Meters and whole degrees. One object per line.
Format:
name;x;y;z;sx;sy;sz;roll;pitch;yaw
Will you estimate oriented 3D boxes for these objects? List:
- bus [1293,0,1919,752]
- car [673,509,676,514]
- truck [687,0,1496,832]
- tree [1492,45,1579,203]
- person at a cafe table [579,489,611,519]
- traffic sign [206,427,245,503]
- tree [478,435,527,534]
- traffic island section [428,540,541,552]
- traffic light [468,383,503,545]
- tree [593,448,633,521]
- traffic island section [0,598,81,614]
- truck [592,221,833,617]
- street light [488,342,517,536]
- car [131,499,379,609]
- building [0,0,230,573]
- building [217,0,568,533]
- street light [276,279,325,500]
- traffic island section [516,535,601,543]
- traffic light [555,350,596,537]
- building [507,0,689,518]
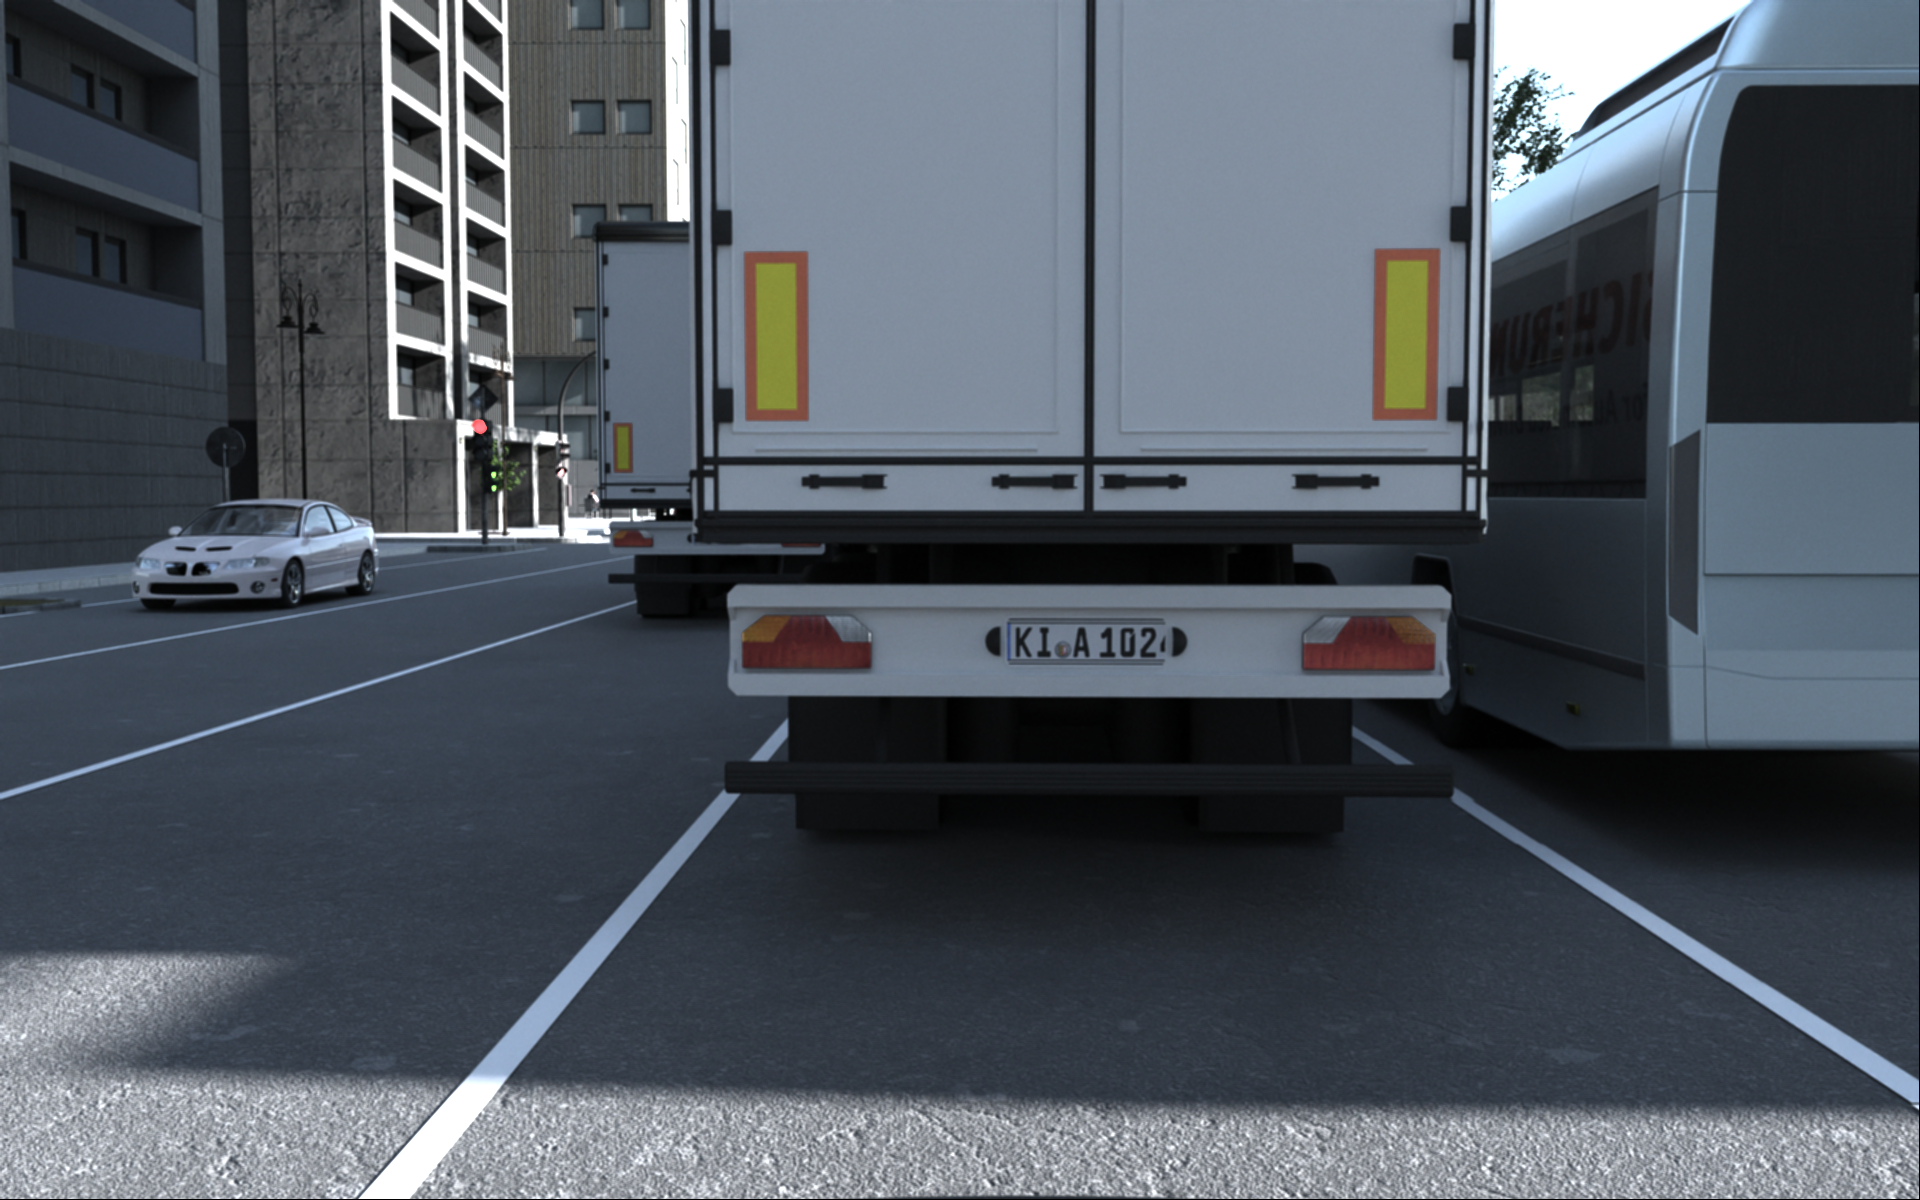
bus;4.021;-1.102;12.872;2.948;3.499;13.247;0;4;1
car;-8.623;-3.129;59.824;2.281;1.827;5.304;0;4;-1
truck;0.562;-1.337;10.766;2.839;4.237;11.283;0;4;2
tree;9.908;-6.847;37.704;9.928;11.665;9.643;0;3;0
person at a cafe table;-18.660;-4.900;88.636;1.698;1.524;1.622;1;4;14
traffic sign;-13.951;-2.006;32.896;0.768;2.556;0.104;0;4;5
tree;-14.954;-3.712;55.295;1.663;3.219;1.824;0;3;0
traffic island section;-12.103;-1.333;44.069;2.009;0.180;2.903;0;4;1
traffic light;-12.063;-3.365;43.933;0.839;4.253;0.868;0;4;1
tree;-14.013;-5.539;74.274;4.285;4.588;4.351;0;3;0
traffic island section;-12.133;0.086;21.464;1.991;0.108;1.994;0;4;1
truck;-2.615;-2.111;23.425;2.839;4.237;11.283;0;4;-1
street light;-13.945;-4.900;52.897;0.468;5.910;1.993;0;4;1
car;-9.265;-0.658;23.122;2.083;1.381;4.827;0;4;-1
building;-29.569;-29.897;30.811;28.212;58.520;21.231;0;4;1
building;-26.472;-38.336;65.048;20.563;71.187;20.611;0;4;1
street light;-14.177;-3.950;37.378;0.468;5.910;1.993;0;4;1
traffic island section;-11.979;-1.821;52.053;2.009;0.180;2.903;0;4;1
traffic light;-9.846;-4.725;51.920;4.771;5.953;1.251;0;4;1
building;-28.576;-31.466;103.702;28.713;52.752;27.495;0;4;1
